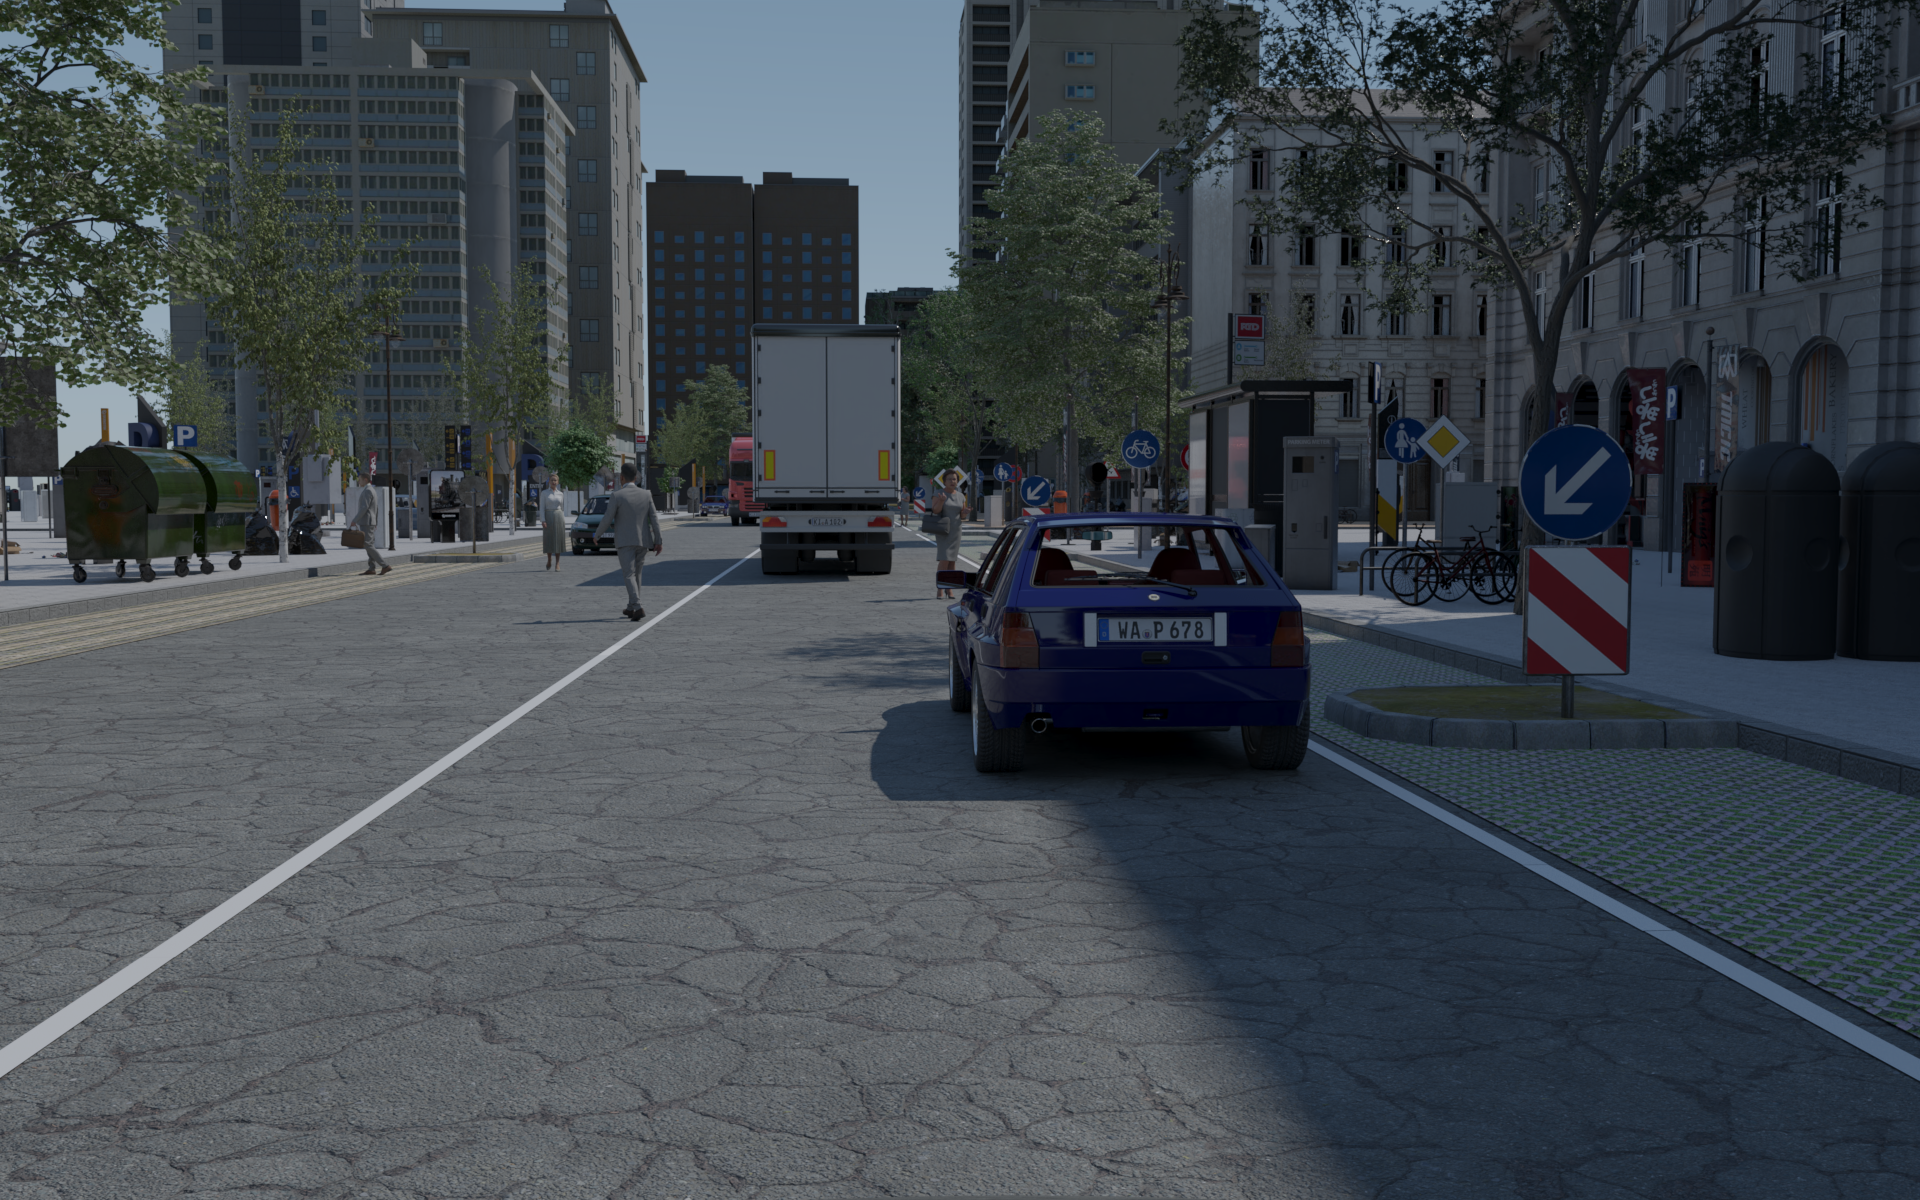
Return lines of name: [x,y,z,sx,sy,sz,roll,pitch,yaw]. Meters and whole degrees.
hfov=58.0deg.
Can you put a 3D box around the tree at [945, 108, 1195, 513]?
tree: [3.010,-8.189,52.022,7.486,12.596,7.792,0,3,0]

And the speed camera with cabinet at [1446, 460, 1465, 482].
speed camera with cabinet: [20.571,-4.685,70.941,0.660,3.252,2.038,0,4,-8]

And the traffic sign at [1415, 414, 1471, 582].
traffic sign: [6.988,-1.464,25.116,0.795,2.450,0.064,0,4,2]

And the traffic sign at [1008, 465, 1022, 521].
traffic sign: [2.324,-4.601,75.332,0.768,2.556,0.104,0,4,1]

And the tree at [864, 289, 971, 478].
tree: [-5.148,-18.637,160.608,12.611,20.169,13.585,0,3,0]

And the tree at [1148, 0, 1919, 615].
tree: [5.906,-5.099,17.783,8.767,10.594,7.601,1,4,18]

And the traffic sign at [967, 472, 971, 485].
traffic sign: [0.650,-6.059,99.175,0.768,2.556,0.104,0,4,5]

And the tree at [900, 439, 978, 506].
tree: [-0.674,-7.210,101.591,4.285,4.588,4.351,0,3,0]

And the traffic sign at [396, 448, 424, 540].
traffic sign: [-15.171,-2.917,47.804,0.768,2.556,0.104,0,4,1]

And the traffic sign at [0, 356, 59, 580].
traffic sign: [-14.485,-1.942,25.624,2.265,3.308,0.079,0,4,0]

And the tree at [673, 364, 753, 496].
tree: [-21.151,-14.230,150.788,7.486,12.596,7.792,0,3,0]

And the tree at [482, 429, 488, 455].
tree: [-36.748,-10.818,127.244,4.360,8.622,3.978,0,3,0]

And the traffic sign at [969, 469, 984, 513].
traffic sign: [0.837,-5.380,88.068,0.768,2.556,0.104,0,4,1]

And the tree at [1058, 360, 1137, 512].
tree: [7.910,-8.731,93.108,4.360,8.622,3.978,0,3,0]

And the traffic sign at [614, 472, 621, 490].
traffic sign: [-19.990,-6.176,101.082,0.768,2.556,0.104,0,4,3]

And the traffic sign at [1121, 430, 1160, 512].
traffic sign: [3.575,-2.094,34.345,0.768,2.556,0.104,0,4,2]

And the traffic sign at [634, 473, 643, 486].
traffic sign: [-12.759,-3.907,67.528,0.795,2.450,0.064,0,4,-4]

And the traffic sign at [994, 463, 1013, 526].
traffic sign: [1.743,-4.279,70.061,0.768,2.556,0.104,0,4,0]

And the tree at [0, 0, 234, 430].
tree: [-12.005,-6.151,18.701,7.486,12.596,7.792,0,3,0]

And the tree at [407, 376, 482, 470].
tree: [-32.675,-9.571,106.854,4.360,8.622,3.978,0,3,0]

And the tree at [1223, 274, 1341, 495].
tree: [10.891,-6.622,58.635,4.360,8.622,3.978,0,3,0]

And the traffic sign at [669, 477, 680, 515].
traffic sign: [-17.099,-6.216,103.755,0.606,2.300,0.079,0,4,0]

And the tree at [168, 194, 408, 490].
tree: [-16.659,-5.670,43.074,4.360,8.622,3.978,0,3,0]

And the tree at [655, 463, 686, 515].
tree: [-18.843,-7.204,112.392,1.663,3.219,1.824,0,3,0]

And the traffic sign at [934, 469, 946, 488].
traffic sign: [-0.641,-3.956,68.331,0.795,2.450,0.064,0,4,-4]

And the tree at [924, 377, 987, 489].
tree: [-0.421,-9.738,109.574,4.737,8.622,4.395,0,3,0]

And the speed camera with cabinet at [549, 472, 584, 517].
speed camera with cabinet: [-22.325,-6.325,97.745,2.038,3.252,0.660,-2,4,-34]

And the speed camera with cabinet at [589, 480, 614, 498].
speed camera with cabinet: [-19.459,-6.179,95.367,2.038,3.252,0.660,2,4,29]

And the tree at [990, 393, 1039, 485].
tree: [4.266,-10.762,126.326,4.360,8.622,3.978,0,3,0]

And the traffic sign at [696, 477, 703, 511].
traffic sign: [-19.278,-7.822,127.991,0.768,2.556,0.104,0,4,0]

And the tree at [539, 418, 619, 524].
tree: [-16.318,-5.502,73.673,4.285,4.588,4.351,0,3,0]

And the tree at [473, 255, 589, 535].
tree: [-14.044,-6.330,53.851,4.737,8.622,4.395,0,3,0]

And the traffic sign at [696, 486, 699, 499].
traffic sign: [-21.594,-8.731,142.852,0.768,2.556,0.104,0,4,-2]

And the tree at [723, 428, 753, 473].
tree: [-24.921,-15.141,197.912,4.360,8.622,3.978,0,3,0]

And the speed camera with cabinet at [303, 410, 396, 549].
speed camera with cabinet: [-14.358,-2.837,40.726,2.038,3.252,0.660,1,4,9]

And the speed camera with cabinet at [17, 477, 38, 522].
speed camera with cabinet: [-43.097,-5.242,80.042,0.660,3.252,2.038,-2,4,-34]

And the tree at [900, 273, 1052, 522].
tree: [0.756,-9.448,80.222,9.928,11.665,9.643,0,3,0]

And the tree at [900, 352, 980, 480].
tree: [-3.069,-13.381,135.789,9.611,12.733,9.660,0,3,0]

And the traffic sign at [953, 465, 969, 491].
traffic sign: [-0.098,-3.469,60.364,0.795,2.450,0.064,0,4,-4]

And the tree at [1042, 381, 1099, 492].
tree: [6.930,-9.717,109.233,4.737,8.622,4.395,0,3,0]

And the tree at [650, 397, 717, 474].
tree: [-20.591,-11.061,131.203,4.737,8.622,4.395,0,3,0]

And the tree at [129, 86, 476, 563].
tree: [-12.405,-4.993,31.998,4.737,8.622,4.395,0,3,0]

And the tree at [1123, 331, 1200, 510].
tree: [9.099,-7.805,77.972,4.737,8.622,4.395,0,3,0]

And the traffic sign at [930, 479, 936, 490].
traffic sign: [-1.668,-7.291,119.318,0.768,2.556,0.104,0,4,4]

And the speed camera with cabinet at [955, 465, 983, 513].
speed camera with cabinet: [0.549,-7.619,118.906,2.038,3.252,0.660,2,4,32]

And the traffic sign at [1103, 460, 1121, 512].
traffic sign: [5.028,-3.601,58.875,0.884,2.594,0.081,0,4,-1]

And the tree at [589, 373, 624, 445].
tree: [-22.224,-9.407,104.164,4.737,8.622,4.395,0,3,0]

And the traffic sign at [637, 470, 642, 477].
traffic sign: [-17.016,-5.529,90.497,0.768,2.556,0.104,0,4,2]

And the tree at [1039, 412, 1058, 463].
tree: [7.392,-9.409,104.199,4.360,8.622,3.978,0,3,0]

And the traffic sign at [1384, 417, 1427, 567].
traffic sign: [7.425,-1.760,28.879,0.768,2.556,0.104,0,4,-4]

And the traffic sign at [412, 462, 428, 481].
traffic sign: [-17.285,-3.252,55.301,0.606,2.300,0.079,0,4,-2]

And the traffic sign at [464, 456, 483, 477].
traffic sign: [-16.424,-3.574,58.546,0.768,2.556,0.104,0,4,-2]

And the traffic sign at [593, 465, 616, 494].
traffic sign: [-12.216,-3.420,59.561,0.795,2.450,0.064,0,4,-4]

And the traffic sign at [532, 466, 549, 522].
traffic sign: [-19.064,-4.806,78.682,0.768,2.556,0.104,0,4,5]

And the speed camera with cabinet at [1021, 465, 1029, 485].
speed camera with cabinet: [4.330,-7.557,117.892,0.660,3.252,2.038,-1,4,-11]
